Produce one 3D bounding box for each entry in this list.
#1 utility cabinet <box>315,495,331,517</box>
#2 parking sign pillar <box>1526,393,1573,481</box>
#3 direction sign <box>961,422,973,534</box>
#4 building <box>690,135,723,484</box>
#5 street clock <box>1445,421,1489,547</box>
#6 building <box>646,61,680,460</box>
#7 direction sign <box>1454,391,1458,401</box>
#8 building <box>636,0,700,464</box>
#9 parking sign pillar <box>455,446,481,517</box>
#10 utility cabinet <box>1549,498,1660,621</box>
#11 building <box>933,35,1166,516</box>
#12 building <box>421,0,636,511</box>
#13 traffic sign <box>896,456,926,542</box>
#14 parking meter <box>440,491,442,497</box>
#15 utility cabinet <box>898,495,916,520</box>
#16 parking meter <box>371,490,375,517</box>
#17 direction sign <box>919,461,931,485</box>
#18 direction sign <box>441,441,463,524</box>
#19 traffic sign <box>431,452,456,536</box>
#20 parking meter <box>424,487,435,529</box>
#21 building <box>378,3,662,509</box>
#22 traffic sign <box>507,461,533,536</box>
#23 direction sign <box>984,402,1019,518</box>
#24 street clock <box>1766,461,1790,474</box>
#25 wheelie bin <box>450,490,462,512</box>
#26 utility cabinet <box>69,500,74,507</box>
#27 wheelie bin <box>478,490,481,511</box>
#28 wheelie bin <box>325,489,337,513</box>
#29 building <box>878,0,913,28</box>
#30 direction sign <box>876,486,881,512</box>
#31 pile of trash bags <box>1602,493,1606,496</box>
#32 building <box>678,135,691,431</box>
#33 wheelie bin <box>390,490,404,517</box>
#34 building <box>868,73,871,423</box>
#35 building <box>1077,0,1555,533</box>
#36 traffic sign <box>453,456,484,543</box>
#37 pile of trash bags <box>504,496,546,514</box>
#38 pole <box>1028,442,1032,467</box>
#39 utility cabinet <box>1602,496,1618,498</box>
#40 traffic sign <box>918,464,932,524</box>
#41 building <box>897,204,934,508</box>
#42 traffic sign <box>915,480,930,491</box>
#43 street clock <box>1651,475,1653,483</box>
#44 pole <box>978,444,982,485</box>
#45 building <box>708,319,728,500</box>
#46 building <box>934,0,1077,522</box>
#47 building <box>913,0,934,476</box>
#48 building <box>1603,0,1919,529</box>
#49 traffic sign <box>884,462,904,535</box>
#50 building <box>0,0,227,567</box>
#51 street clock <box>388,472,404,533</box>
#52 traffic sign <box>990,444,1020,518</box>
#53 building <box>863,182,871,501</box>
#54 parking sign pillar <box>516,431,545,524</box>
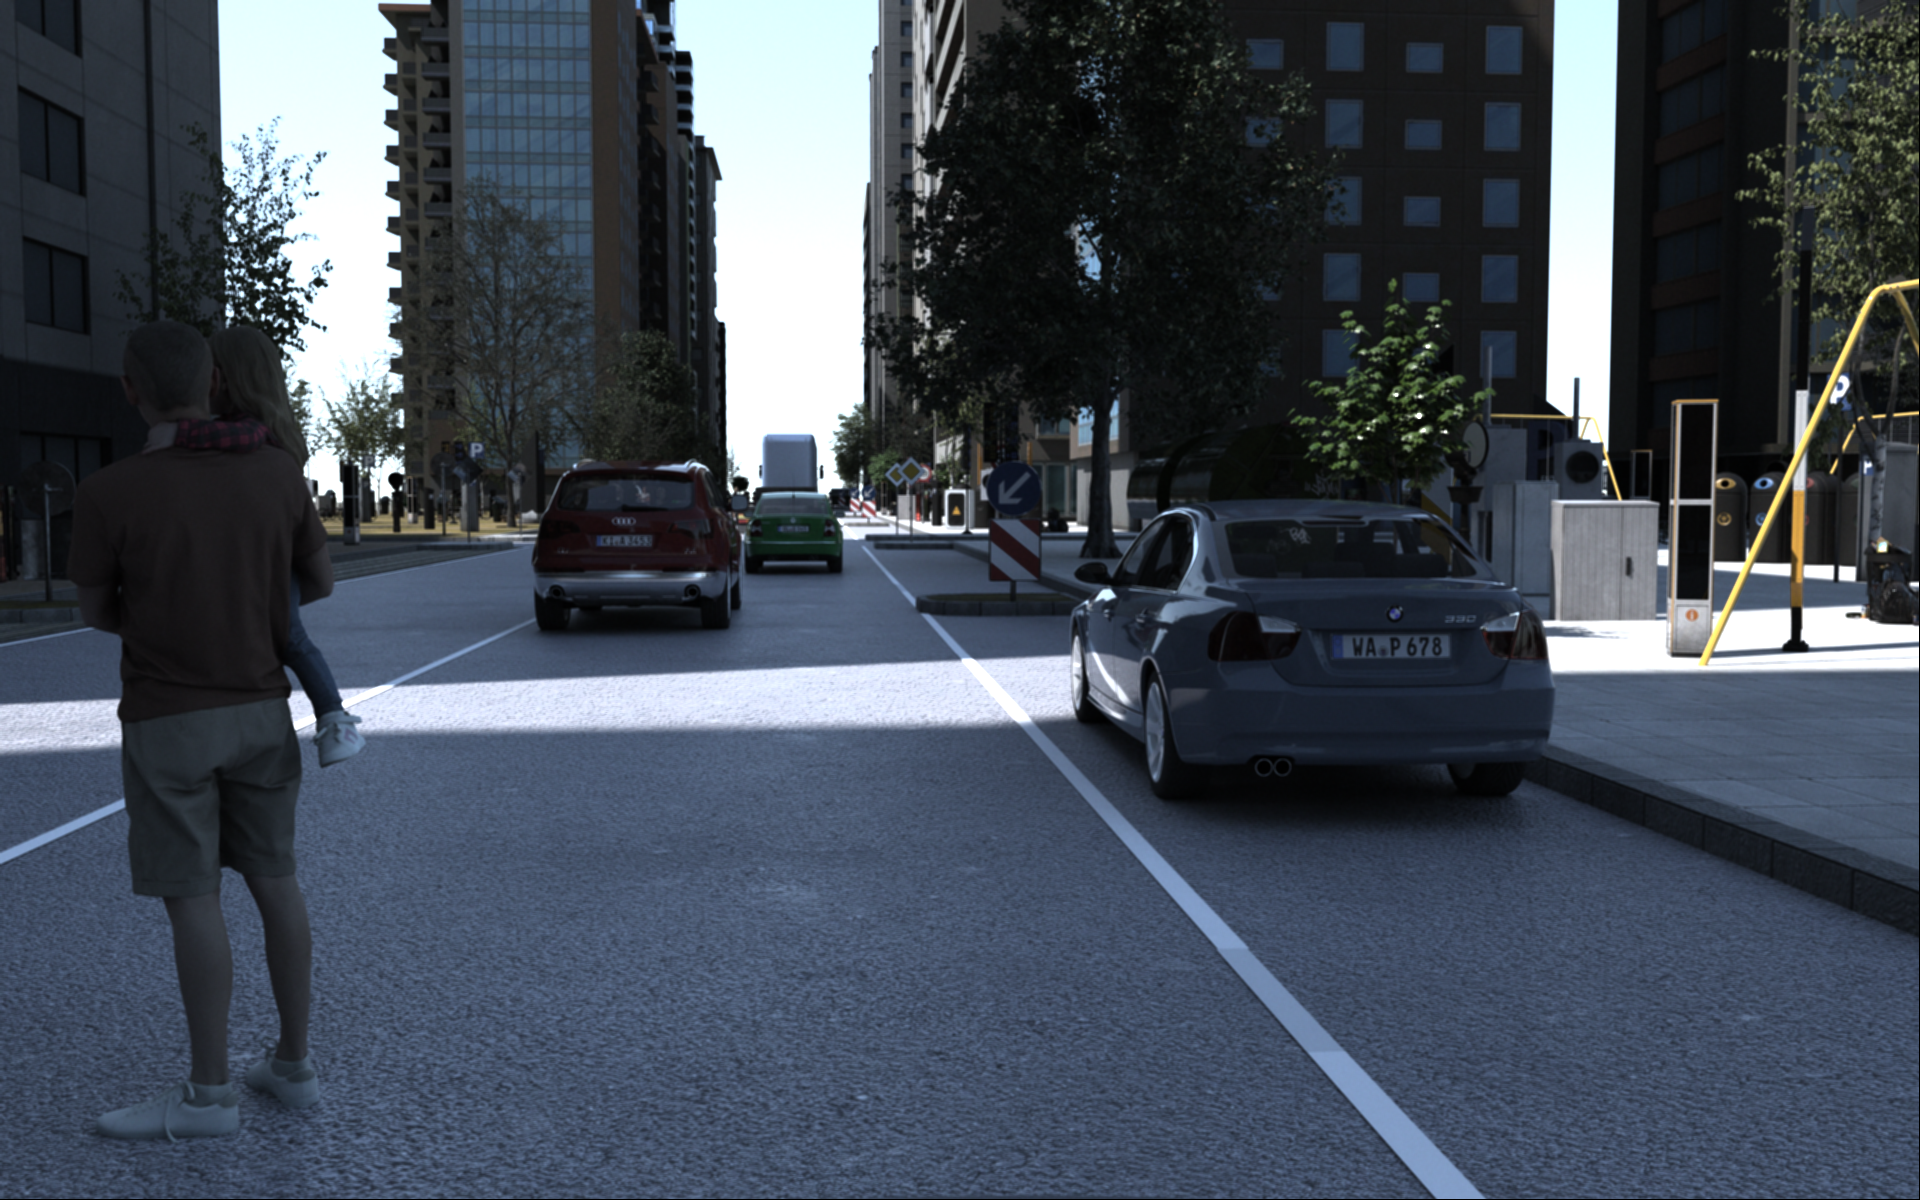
[{"bbox_3d":[-35.475,-5.219,96.486,0.306,1.237,1.020,1,4,19],"label":"utility cabinet"},{"bbox_3d":[15.610,-3.499,45.684,1.447,3.967,1.447,-3,4,-38],"label":"parking sign pillar"},{"bbox_3d":[0.230,-3.861,55.129,0.379,3.537,0.876,1,4,12],"label":"direction sign"},{"bbox_3d":[-50.039,-40.823,256.690,28.713,52.752,27.495,0,4,-5],"label":"building"},{"bbox_3d":[5.011,-0.773,17.201,0.471,2.002,0.358,-3,5,-40],"label":"street clock"},{"bbox_3d":[-36.104,-32.179,176.242,14.600,45.320,14.200,0,4,-5],"label":"building"},{"bbox_3d":[10.521,-2.811,37.952,0.876,3.537,0.379,-2,4,-24],"label":"direction sign"},{"bbox_3d":[-44.706,-55.885,226.383,22.319,86.520,31.000,0,4,-5],"label":"building"},{"bbox_3d":[-27.405,-6.605,96.459,1.447,3.967,1.447,0,4,-2],"label":"parking sign pillar"},{"bbox_3d":[6.546,-0.394,17.596,1.020,1.237,0.306,0,4,-6],"label":"utility cabinet"},{"bbox_3d":[5.570,-28.797,120.948,14.600,45.320,14.200,0,4,-5],"label":"building"},{"bbox_3d":[-32.458,-29.560,133.409,14.600,45.320,14.200,0,4,-5],"label":"building"},{"bbox_3d":[-1.300,-2.595,46.068,0.795,2.450,0.064,0,4,-5],"label":"traffic sign"},{"bbox_3d":[-36.379,-6.936,121.817,0.372,1.533,0.369,0,3,0],"label":"parking meter"},{"bbox_3d":[-2.602,-4.528,85.200,1.020,1.237,0.306,1,4,12],"label":"utility cabinet"},{"bbox_3d":[-32.755,-5.383,96.421,0.372,1.533,0.369,0,3,0],"label":"parking meter"},{"bbox_3d":[-2.399,-7.770,119.038,0.876,3.537,0.379,1,4,19],"label":"direction sign"},{"bbox_3d":[-21.826,-5.048,74.535,0.876,3.537,0.379,-1,4,-15],"label":"direction sign"},{"bbox_3d":[-15.686,-3.211,52.600,0.768,2.556,0.104,0,4,-2],"label":"traffic sign"},{"bbox_3d":[-19.407,-3.359,63.326,0.372,1.533,0.369,0,3,0],"label":"parking meter"},{"bbox_3d":[-38.498,-30.573,154.490,22.147,44.769,28.867,0,4,-5],"label":"building"},{"bbox_3d":[-13.472,-3.024,53.086,0.795,2.450,0.064,0,4,-5],"label":"traffic sign"},{"bbox_3d":[1.011,-3.102,42.722,0.876,3.537,0.379,1,4,14],"label":"direction sign"},{"bbox_3d":[17.903,-2.040,37.928,0.358,2.002,0.471,-2,4,-34],"label":"street clock"},{"bbox_3d":[-36.254,-7.157,124.932,0.693,1.594,0.980,2,4,31],"label":"wheelie bin"},{"bbox_3d":[-15.144,-1.171,30.308,1.020,1.237,0.306,-1,4,-18],"label":"utility cabinet"},{"bbox_3d":[-35.222,-7.244,126.339,0.980,1.594,0.693,-1,4,-13],"label":"wheelie bin"},{"bbox_3d":[-43.353,-6.810,119.250,0.980,1.594,0.693,3,4,36],"label":"wheelie bin"},{"bbox_3d":[1.673,-39.513,188.030,21.231,58.520,28.212,0,4,-5],"label":"building"},{"bbox_3d":[-5.948,-8.222,126.428,0.379,3.537,0.876,3,5,43],"label":"direction sign"},{"bbox_3d":[41.717,-6.077,109.118,3.447,1.369,1.912,-1,4,-9],"label":"pile of trash bags"},{"bbox_3d":[-37.263,-31.033,190.991,14.154,41.232,14.086,0,4,-5],"label":"building"},{"bbox_3d":[-31.093,-5.376,95.803,0.693,1.594,0.980,-2,4,-30],"label":"wheelie bin"},{"bbox_3d":[-1.478,-42.120,230.658,21.231,58.520,28.212,0,4,-5],"label":"building"},{"bbox_3d":[12.074,-25.277,63.382,14.200,45.320,14.600,0,4,-5],"label":"building"},{"bbox_3d":[-12.806,-2.537,45.129,0.795,2.450,0.064,0,4,-5],"label":"traffic sign"},{"bbox_3d":[-25.581,-5.660,102.295,3.447,1.369,1.912,3,5,40],"label":"pile of trash bags"},{"bbox_3d":[2.751,-4.549,68.211,0.158,3.312,0.155,0,3,0],"label":"pole"},{"bbox_3d":[25.796,-3.564,69.431,0.306,1.237,1.020,-3,5,-42],"label":"utility cabinet"},{"bbox_3d":[-1.574,-4.516,73.949,0.768,2.556,0.104,0,4,-1],"label":"traffic sign"},{"bbox_3d":[0.827,-24.215,167.622,14.160,30.474,14.107,0,4,-5],"label":"building"},{"bbox_3d":[-1.861,-5.003,81.807,0.884,2.594,0.081,0,3,0],"label":"traffic sign"},{"bbox_3d":[22.825,-3.254,57.766,0.471,2.002,0.358,1,4,14],"label":"street clock"},{"bbox_3d":[0.815,-4.660,70.039,0.158,3.312,0.155,0,3,0],"label":"pole"},{"bbox_3d":[-44.942,-31.011,278.729,14.160,30.474,14.107,0,4,-5],"label":"building"},{"bbox_3d":[10.000,-28.463,89.069,21.300,48.544,21.600,0,4,-5],"label":"building"},{"bbox_3d":[10.127,-34.107,146.883,28.713,52.752,27.495,0,4,-5],"label":"building"},{"bbox_3d":[41.187,-25.384,69.651,28.867,44.769,22.147,0,4,-5],"label":"building"},{"bbox_3d":[-1.967,-3.082,54.025,0.795,2.450,0.064,0,4,-5],"label":"traffic sign"},{"bbox_3d":[-27.392,-36.275,31.356,20.611,71.187,20.563,0,4,-5],"label":"building"},{"bbox_3d":[-18.761,-3.246,57.646,0.471,2.002,0.358,0,4,0],"label":"street clock"},{"bbox_3d":[1.131,-2.678,43.895,0.768,2.556,0.104,0,4,-4],"label":"traffic sign"},{"bbox_3d":[-3.332,-38.658,255.755,21.300,48.544,21.600,0,4,-5],"label":"building"},{"bbox_3d":[-18.472,-5.287,74.908,1.447,3.967,1.447,-3,5,-44],"label":"parking sign pillar"}]
